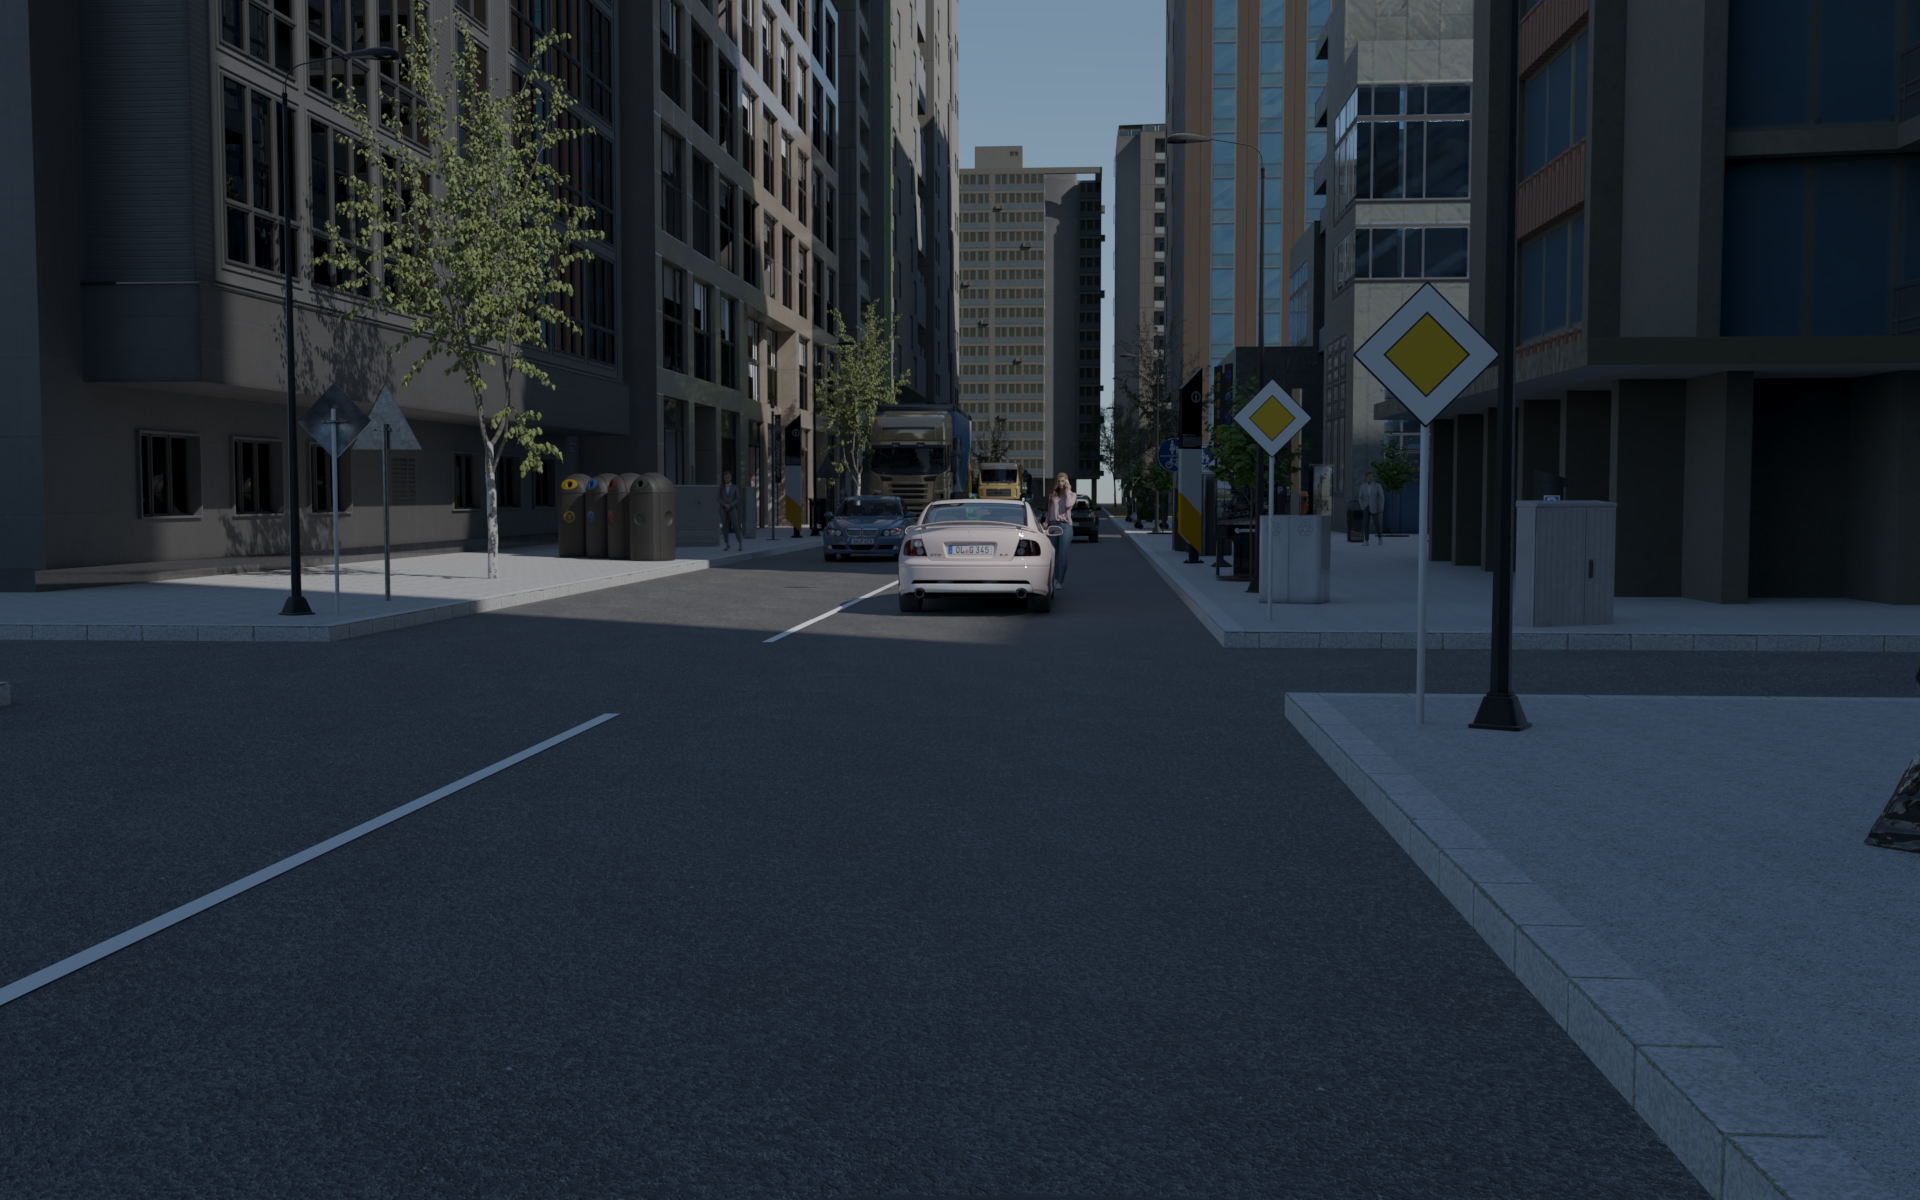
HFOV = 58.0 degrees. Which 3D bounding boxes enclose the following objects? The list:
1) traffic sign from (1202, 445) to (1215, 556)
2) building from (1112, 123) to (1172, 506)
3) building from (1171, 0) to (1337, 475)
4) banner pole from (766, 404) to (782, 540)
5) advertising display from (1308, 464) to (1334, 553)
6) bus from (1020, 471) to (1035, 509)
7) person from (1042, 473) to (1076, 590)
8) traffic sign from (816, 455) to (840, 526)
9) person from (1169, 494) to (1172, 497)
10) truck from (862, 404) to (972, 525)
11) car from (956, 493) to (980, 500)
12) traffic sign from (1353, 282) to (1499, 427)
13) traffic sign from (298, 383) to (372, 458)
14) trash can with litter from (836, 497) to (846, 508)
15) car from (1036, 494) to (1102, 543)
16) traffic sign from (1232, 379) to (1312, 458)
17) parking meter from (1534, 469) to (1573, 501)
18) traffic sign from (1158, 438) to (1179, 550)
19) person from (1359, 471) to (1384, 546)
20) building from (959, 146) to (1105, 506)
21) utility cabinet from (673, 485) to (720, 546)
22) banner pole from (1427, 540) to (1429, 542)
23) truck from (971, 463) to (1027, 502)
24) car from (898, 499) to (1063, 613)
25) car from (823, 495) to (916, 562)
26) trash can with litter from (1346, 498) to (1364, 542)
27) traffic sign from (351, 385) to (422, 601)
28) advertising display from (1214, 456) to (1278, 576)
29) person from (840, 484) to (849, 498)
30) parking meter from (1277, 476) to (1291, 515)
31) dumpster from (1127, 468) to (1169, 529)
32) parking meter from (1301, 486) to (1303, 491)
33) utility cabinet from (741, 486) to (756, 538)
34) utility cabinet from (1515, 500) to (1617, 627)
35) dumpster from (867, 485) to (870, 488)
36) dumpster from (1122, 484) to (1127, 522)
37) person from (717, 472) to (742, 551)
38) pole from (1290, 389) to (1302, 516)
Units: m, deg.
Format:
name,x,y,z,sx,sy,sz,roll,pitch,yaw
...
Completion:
name,x,y,z,sx,sy,sz,roll,pitch,yaw
traffic sign,5.032,-2.051,35.669,0.606,2.300,0.079,0,4,8
building,23.511,-30.683,185.254,14.086,41.232,14.154,0,4,4
building,20.038,-27.742,103.691,14.600,45.320,14.200,0,4,4
banner pole,-5.099,-3.546,47.994,0.401,3.779,0.863,-2,4,-28
advertising display,7.821,-1.977,37.540,0.123,1.923,0.974,3,4,38
bus,4.376,-8.563,134.864,2.948,3.499,13.247,0,4,3
person,1.501,-1.043,26.147,0.593,1.750,0.643,2,4,27
traffic sign,-4.460,-3.556,58.151,0.884,2.594,0.081,1,4,10
person,6.524,-2.773,51.560,0.590,1.801,0.661,0,4,-2
truck,-1.196,-4.123,56.322,2.839,4.237,11.283,0,4,4
car,-0.013,-3.412,64.588,1.959,1.807,4.718,0,4,5
traffic sign,2.584,-0.451,9.572,0.795,2.593,0.064,0,4,4
traffic sign,-6.595,-0.984,18.273,0.795,2.593,0.064,0,4,4
trash can with litter,-3.887,-3.111,62.253,1.055,1.170,0.624,-3,5,-43
car,3.295,-2.599,52.285,2.009,1.686,4.222,0,4,3
traffic sign,3.171,-0.939,17.536,0.795,2.593,0.064,0,4,4
parking meter,6.011,-0.561,17.585,0.372,1.533,0.369,0,3,0
traffic sign,4.897,-2.415,39.594,0.768,2.556,0.104,1,4,9
person,10.267,-2.282,43.195,0.661,1.843,0.795,2,4,32
building,4.325,-30.832,195.979,23.993,40.220,32.217,0,4,4
utility cabinet,-6.452,-2.053,42.244,1.173,1.500,0.318,0,4,-7
banner pole,12.947,-3.483,46.966,0.863,3.779,0.401,-3,5,-41
truck,2.697,-6.914,108.962,3.469,3.379,9.791,0,4,5
car,0.277,-0.611,22.356,2.083,1.381,4.827,0,4,4
car,-1.944,-1.610,38.332,2.014,1.417,4.499,0,4,3
trash can with litter,10.641,-2.132,46.249,0.624,1.170,1.055,0,4,7
traffic sign,-6.856,-1.265,20.684,0.884,2.594,0.081,1,4,8
advertising display,4.475,-1.342,27.156,0.974,1.923,0.123,0,4,6
person,-5.796,-4.997,88.014,0.520,1.790,0.573,2,4,30
parking meter,9.229,-2.680,49.524,0.399,1.863,0.255,3,5,42
dumpster,7.047,-3.753,63.848,1.502,2.255,1.985,0,4,4
parking meter,10.740,-2.864,55.233,0.372,1.533,0.369,0,3,0
utility cabinet,-6.162,-2.553,50.414,0.318,1.500,1.173,-1,4,-13
utility cabinet,5.928,-0.353,16.937,1.020,1.237,0.306,-2,4,-24
dumpster,-3.059,-4.278,72.445,1.502,2.255,1.985,0,4,4
dumpster,8.171,-4.684,79.082,1.502,2.255,1.985,0,4,4
person,-5.205,-2.007,39.126,0.520,1.790,0.573,-1,4,-20
pole,6.521,-2.432,33.613,0.158,3.312,0.155,0,3,0
